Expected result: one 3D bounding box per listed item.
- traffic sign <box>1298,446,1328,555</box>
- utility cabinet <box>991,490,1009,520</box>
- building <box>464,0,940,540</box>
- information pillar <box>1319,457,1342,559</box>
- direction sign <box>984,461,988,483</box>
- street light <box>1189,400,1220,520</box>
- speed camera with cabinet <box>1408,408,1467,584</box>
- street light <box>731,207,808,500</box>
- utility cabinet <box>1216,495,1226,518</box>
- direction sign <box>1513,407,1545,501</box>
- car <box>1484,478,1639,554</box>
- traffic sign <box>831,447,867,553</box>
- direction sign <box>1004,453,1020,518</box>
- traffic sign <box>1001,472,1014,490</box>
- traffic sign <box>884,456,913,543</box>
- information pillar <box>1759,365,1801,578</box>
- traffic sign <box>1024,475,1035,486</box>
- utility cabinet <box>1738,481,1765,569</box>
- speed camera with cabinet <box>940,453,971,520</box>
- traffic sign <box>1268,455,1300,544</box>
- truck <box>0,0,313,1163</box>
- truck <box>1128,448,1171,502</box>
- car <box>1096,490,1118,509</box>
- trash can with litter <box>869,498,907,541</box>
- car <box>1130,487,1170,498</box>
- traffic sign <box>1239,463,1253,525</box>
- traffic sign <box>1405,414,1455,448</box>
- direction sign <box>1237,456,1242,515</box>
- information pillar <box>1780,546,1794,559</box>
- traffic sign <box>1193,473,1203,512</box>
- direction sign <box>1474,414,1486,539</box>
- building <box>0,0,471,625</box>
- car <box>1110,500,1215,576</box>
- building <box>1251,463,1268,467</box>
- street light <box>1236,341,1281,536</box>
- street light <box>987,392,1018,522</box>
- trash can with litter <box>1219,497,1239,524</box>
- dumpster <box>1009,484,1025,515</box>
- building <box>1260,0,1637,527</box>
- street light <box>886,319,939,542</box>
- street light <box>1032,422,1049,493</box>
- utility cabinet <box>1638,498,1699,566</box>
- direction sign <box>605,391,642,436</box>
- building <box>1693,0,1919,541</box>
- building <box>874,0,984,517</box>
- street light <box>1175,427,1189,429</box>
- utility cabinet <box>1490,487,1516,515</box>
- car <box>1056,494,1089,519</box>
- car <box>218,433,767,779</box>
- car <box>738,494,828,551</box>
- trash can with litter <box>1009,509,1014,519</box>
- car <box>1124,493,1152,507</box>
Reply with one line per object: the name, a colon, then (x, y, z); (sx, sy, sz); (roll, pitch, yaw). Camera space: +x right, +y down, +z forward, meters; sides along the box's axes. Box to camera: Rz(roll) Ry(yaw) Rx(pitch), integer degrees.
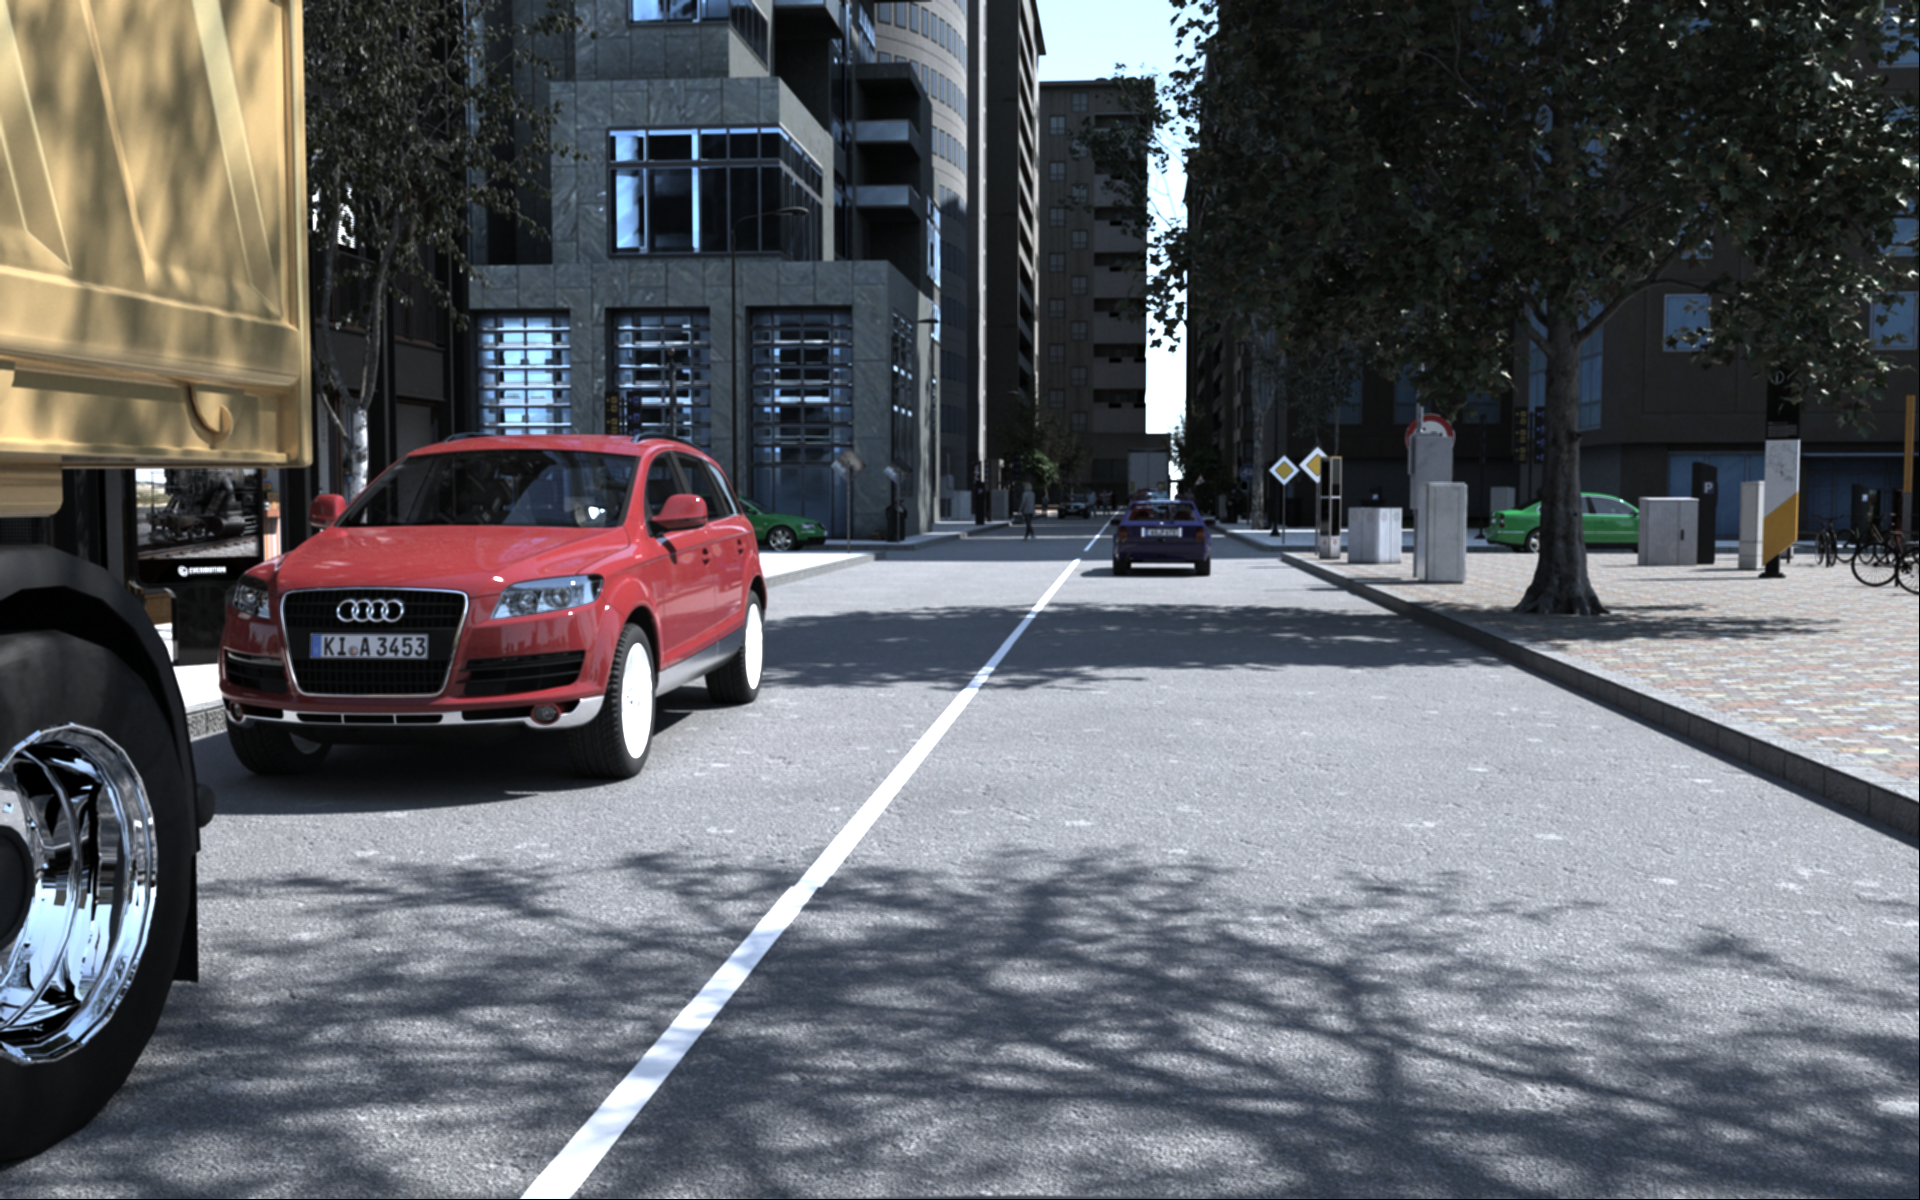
traffic sign: (7.492, -2.001, 36.355); (0.795, 2.450, 0.064); (0, 4, 6)
utility cabinet: (1.922, -4.724, 85.908); (0.318, 1.500, 1.173); (-3, 4, -38)
building: (-11.559, -45.828, 61.957); (22.319, 86.520, 31.000); (0, 4, 6)
information pillar: (7.300, -1.814, 34.144); (0.304, 2.012, 0.304); (-2, 4, -33)
direction sign: (1.554, -7.684, 117.634); (0.876, 3.537, 0.379); (-2, 4, -35)
street light: (12.183, -6.900, 85.352); (1.470, 5.913, 1.316); (0, 4, 6)
speed camera with cabinet: (7.089, -1.918, 25.691); (0.660, 3.252, 2.038); (0, 4, 7)
street light: (-3.152, -3.408, 28.266); (1.470, 5.913, 1.316); (0, 4, 6)
utility cabinet: (13.793, -4.914, 91.505); (0.306, 1.237, 1.020); (1, 4, 23)
direction sign: (14.790, -3.237, 44.922); (0.876, 3.537, 0.379); (0, 4, 5)
car: (14.466, -1.880, 39.541); (4.718, 1.807, 1.959); (0, 4, 5)
traffic sign: (-2.402, -2.062, 37.355); (0.795, 2.450, 0.064); (0, 4, 6)
direction sign: (2.827, -6.284, 94.746); (0.876, 3.537, 0.379); (-1, 4, -10)
traffic sign: (2.691, -5.963, 97.606); (0.768, 2.556, 0.104); (1, 4, 11)
traffic sign: (-1.611, -2.548, 45.301); (0.795, 2.450, 0.064); (0, 4, 6)
information pillar: (12.535, -2.146, 26.437); (0.504, 3.616, 0.183); (3, 5, 40)
traffic sign: (4.513, -6.900, 112.916); (0.768, 2.556, 0.104); (0, 4, 7)
utility cabinet: (13.624, -1.274, 29.503); (0.318, 1.500, 1.173); (3, 5, 43)
speed camera with cabinet: (-0.286, -5.542, 84.947); (0.660, 3.252, 2.038); (3, 5, 39)
traffic sign: (8.282, -2.487, 44.301); (0.795, 2.450, 0.064); (0, 4, 6)
truck: (-3.553, -0.266, 0.272); (3.469, 3.379, 9.791); (0, 4, 6)
truck: (12.211, -7.523, 111.912); (2.839, 4.237, 11.283); (0, 4, 7)
car: (14.587, -9.998, 172.142); (2.281, 1.827, 5.304); (0, 4, 4)
trash can with litter: (-1.986, -2.213, 47.562); (1.055, 1.170, 0.624); (1, 4, 17)
car: (10.937, -5.551, 99.425); (2.281, 1.827, 5.304); (0, 4, 5)
traffic sign: (11.905, -4.368, 71.527); (0.768, 2.556, 0.104); (1, 4, 9)
traffic sign: (7.452, -1.678, 27.542); (0.768, 2.556, 0.104); (0, 4, 6)
direction sign: (16.787, -6.853, 104.037); (0.379, 3.537, 0.876); (2, 4, 23)
information pillar: (16.378, -1.827, 34.360); (0.304, 2.012, 0.304); (3, 4, 37)
traffic sign: (14.990, -6.602, 107.951); (0.884, 2.594, 0.081); (0, 4, 8)
direction sign: (14.922, -3.518, 49.513); (0.379, 3.537, 0.876); (0, 4, 7)
building: (-13.783, -11.430, 16.564); (12.332, 23.373, 15.834); (0, 4, 6)
car: (3.717, -1.175, 31.800); (1.945, 1.354, 3.894); (0, 4, 7)
building: (29.916, -29.485, 101.693); (23.786, 49.044, 30.456); (0, 4, 6)
street light: (9.038, -4.892, 52.519); (1.470, 5.913, 1.316); (0, 4, 6)
street light: (1.912, -6.504, 78.880); (1.470, 5.913, 1.316); (0, 4, 6)
trash can with litter: (11.686, -3.921, 75.490); (0.624, 1.170, 1.055); (-2, 4, -28)
dumpster: (3.398, -5.720, 99.282); (1.264, 1.857, 1.865); (0, 4, 6)
building: (20.233, -25.825, 72.346); (14.600, 45.320, 14.200); (0, 4, 6)
street light: (-1.254, -4.496, 46.048); (1.470, 5.913, 1.316); (0, 4, 6)
street light: (5.248, -8.525, 111.926); (1.470, 5.913, 1.316); (0, 4, 6)
utility cabinet: (12.688, -1.215, 31.023); (1.020, 1.237, 0.306); (-1, 4, -12)
direction sign: (-7.412, -2.825, 38.186); (0.876, 3.537, 0.379); (1, 4, 16)
building: (25.874, -24.616, 52.582); (14.200, 45.320, 14.600); (0, 4, 6)
building: (-10.225, -34.153, 100.400); (21.231, 58.520, 28.212); (0, 4, 6)
street light: (15.477, -8.962, 119.067); (1.470, 5.913, 1.316); (0, 4, 6)
utility cabinet: (16.590, -2.706, 52.923); (0.318, 1.500, 1.173); (0, 4, -5)
car: (6.628, -5.570, 100.853); (2.009, 1.686, 4.222); (0, 4, 6)
car: (-2.510, -0.110, 10.468); (2.281, 1.827, 5.304); (0, 4, 4)
car: (-5.606, -2.052, 42.352); (4.718, 1.807, 1.959); (0, 4, 4)
trash can with litter: (2.242, -4.675, 87.824); (1.055, 1.170, 0.624); (2, 4, 34)
car: (8.260, -4.085, 75.829); (2.155, 1.783, 4.494); (0, 4, 7)
